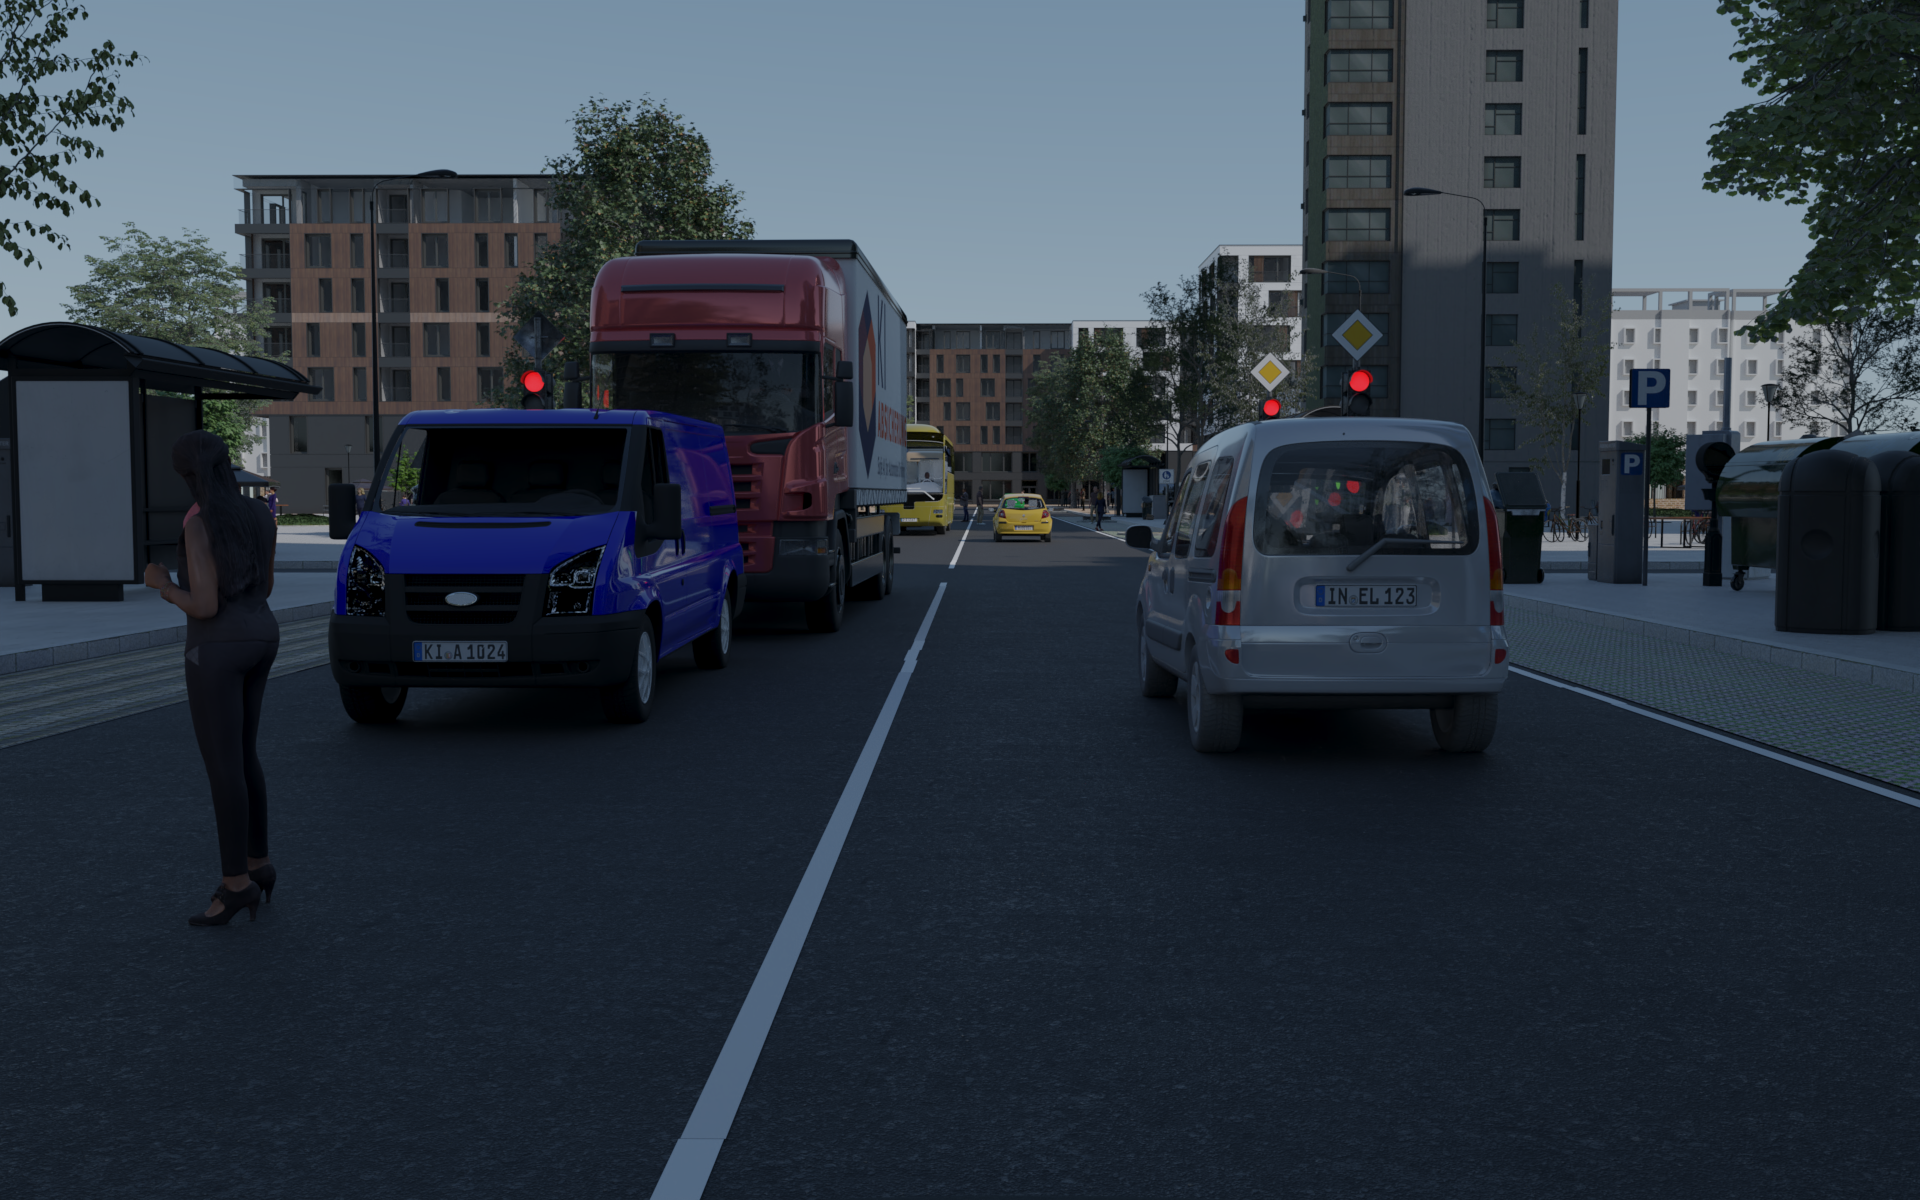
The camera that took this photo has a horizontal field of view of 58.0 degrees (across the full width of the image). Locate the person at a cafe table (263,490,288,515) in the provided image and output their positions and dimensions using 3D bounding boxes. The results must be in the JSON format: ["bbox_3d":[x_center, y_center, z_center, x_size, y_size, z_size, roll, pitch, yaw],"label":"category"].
[{"bbox_3d":[-35.658,-4.957,89.566,1.698,1.524,1.622,-2,4,-25],"label":"person at a cafe table"}]

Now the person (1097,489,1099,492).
[{"bbox_3d":[14.493,-10.769,182.106,0.705,1.826,1.348,2,4,29],"label":"person"}]

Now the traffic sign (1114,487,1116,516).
[{"bbox_3d":[9.040,-6.165,100.895,0.768,2.556,0.104,0,4,7],"label":"traffic sign"}]

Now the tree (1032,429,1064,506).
[{"bbox_3d":[11.109,-15.176,182.543,7.601,10.594,8.767,0,4,-1],"label":"tree"}]

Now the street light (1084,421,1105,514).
[{"bbox_3d":[8.544,-8.378,109.528,1.470,5.913,1.316,0,4,1],"label":"street light"}]

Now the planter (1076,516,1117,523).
[{"bbox_3d":[6.854,-4.044,87.263,1.991,0.319,1.994,0,4,1],"label":"planter"}]

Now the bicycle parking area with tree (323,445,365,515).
[{"bbox_3d":[-33.283,-7.034,102.000,8.231,4.147,9.016,-1,4,-18],"label":"bicycle parking area with tree"}]

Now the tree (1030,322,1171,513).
[{"bbox_3d":[9.561,-12.151,115.680,9.611,12.733,9.660,0,3,0],"label":"tree"}]

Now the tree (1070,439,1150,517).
[{"bbox_3d":[9.336,-7.003,98.210,4.285,4.588,4.351,0,3,0],"label":"tree"}]

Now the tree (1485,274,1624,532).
[{"bbox_3d":[20.168,-6.595,58.185,4.360,8.622,3.978,0,3,0],"label":"tree"}]

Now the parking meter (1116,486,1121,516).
[{"bbox_3d":[9.336,-5.894,102.073,0.255,1.863,0.399,0,4,7],"label":"parking meter"}]

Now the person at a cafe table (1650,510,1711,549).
[{"bbox_3d":[17.605,-1.847,41.064,1.698,1.238,1.726,-3,4,-39],"label":"person at a cafe table"}]

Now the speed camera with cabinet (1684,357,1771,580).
[{"bbox_3d":[11.469,-1.924,25.801,0.660,3.252,2.038,3,5,44],"label":"speed camera with cabinet"}]

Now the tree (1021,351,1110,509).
[{"bbox_3d":[10.221,-15.105,153.619,9.857,13.997,8.962,0,3,0],"label":"tree"}]

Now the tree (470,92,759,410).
[{"bbox_3d":[-9.117,-8.116,49.706,9.611,12.733,9.660,0,3,0],"label":"tree"}]

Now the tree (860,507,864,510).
[{"bbox_3d":[-7.998,-12.286,135.289,7.601,10.594,8.767,0,4,-6],"label":"tree"}]

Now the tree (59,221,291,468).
[{"bbox_3d":[-37.326,-10.741,82.278,9.857,13.997,8.962,0,3,0],"label":"tree"}]

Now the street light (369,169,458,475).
[{"bbox_3d":[-7.880,-3.204,24.926,1.470,5.913,1.316,0,4,1],"label":"street light"}]

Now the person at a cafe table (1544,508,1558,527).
[{"bbox_3d":[22.135,-3.617,67.645,1.698,1.524,1.622,-1,4,-20],"label":"person at a cafe table"}]

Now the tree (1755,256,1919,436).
[{"bbox_3d":[32.980,-7.879,63.235,7.601,10.594,8.767,0,4,-1],"label":"tree"}]

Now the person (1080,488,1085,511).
[{"bbox_3d":[9.295,-7.635,131.599,0.721,1.735,1.217,0,4,-7],"label":"person"}]

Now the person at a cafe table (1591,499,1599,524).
[{"bbox_3d":[26.248,-3.587,69.506,1.726,1.238,1.698,0,4,3],"label":"person at a cafe table"}]

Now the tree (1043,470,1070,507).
[{"bbox_3d":[10.029,-11.752,175.855,4.285,4.588,4.351,0,3,0],"label":"tree"}]

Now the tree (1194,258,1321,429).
[{"bbox_3d":[9.365,-6.315,53.611,4.360,8.622,3.978,0,3,0],"label":"tree"}]

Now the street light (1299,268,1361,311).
[{"bbox_3d":[7.677,-3.867,35.770,1.470,5.913,1.316,0,4,1],"label":"street light"}]

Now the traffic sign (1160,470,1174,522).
[{"bbox_3d":[8.494,-4.229,71.276,0.606,2.300,0.079,0,4,4],"label":"traffic sign"}]

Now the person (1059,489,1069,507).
[{"bbox_3d":[10.255,-9.916,168.194,1.348,1.821,0.705,1,4,13],"label":"person"}]

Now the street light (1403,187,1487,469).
[{"bbox_3d":[7.416,-3.294,26.391,1.470,5.913,1.316,0,4,1],"label":"street light"}]

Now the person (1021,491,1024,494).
[{"bbox_3d":[5.346,-8.559,149.247,0.445,1.727,0.742,-1,4,-10],"label":"person"}]

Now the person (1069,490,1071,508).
[{"bbox_3d":[10.311,-9.404,161.272,0.415,1.643,0.593,0,4,7],"label":"person"}]

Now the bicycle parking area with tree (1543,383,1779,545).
[{"bbox_3d":[19.378,-3.674,47.067,9.016,4.147,8.231,-2,4,-30],"label":"bicycle parking area with tree"}]

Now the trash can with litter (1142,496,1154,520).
[{"bbox_3d":[9.371,-4.543,85.664,0.624,1.170,1.055,-1,4,-12],"label":"trash can with litter"}]

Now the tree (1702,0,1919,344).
[{"bbox_3d":[8.839,-5.819,13.269,7.486,12.596,7.792,0,3,0],"label":"tree"}]

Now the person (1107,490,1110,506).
[{"bbox_3d":[15.186,-10.543,179.223,0.742,1.727,0.445,2,4,27],"label":"person"}]

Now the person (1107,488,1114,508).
[{"bbox_3d":[13.798,-9.117,155.098,1.348,1.826,0.705,0,4,-1],"label":"person"}]

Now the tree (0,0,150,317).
[{"bbox_3d":[-9.433,-3.945,14.869,4.737,8.622,4.395,0,3,0],"label":"tree"}]

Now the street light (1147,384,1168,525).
[{"bbox_3d":[8.131,-6.110,72.446,1.470,5.913,1.316,0,4,1],"label":"street light"}]

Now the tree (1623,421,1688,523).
[{"bbox_3d":[31.167,-5.733,77.445,4.285,4.588,4.351,0,3,0],"label":"tree"}]

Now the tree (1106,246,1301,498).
[{"bbox_3d":[9.240,-7.973,64.770,7.601,10.594,8.767,-1,4,-9],"label":"tree"}]

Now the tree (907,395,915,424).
[{"bbox_3d":[-7.549,-15.805,176.544,7.486,12.596,7.792,0,3,0],"label":"tree"}]

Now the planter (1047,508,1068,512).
[{"bbox_3d":[7.524,-7.106,137.322,1.991,0.319,1.994,0,4,1],"label":"planter"}]

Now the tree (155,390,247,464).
[{"bbox_3d":[-21.294,-3.911,47.657,4.285,4.588,4.351,0,3,0],"label":"tree"}]

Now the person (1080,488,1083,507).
[{"bbox_3d":[11.910,-9.962,168.857,0.705,1.831,1.348,0,4,5],"label":"person"}]

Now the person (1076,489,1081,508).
[{"bbox_3d":[10.587,-9.137,155.959,0.617,1.759,0.750,1,4,14],"label":"person"}]
